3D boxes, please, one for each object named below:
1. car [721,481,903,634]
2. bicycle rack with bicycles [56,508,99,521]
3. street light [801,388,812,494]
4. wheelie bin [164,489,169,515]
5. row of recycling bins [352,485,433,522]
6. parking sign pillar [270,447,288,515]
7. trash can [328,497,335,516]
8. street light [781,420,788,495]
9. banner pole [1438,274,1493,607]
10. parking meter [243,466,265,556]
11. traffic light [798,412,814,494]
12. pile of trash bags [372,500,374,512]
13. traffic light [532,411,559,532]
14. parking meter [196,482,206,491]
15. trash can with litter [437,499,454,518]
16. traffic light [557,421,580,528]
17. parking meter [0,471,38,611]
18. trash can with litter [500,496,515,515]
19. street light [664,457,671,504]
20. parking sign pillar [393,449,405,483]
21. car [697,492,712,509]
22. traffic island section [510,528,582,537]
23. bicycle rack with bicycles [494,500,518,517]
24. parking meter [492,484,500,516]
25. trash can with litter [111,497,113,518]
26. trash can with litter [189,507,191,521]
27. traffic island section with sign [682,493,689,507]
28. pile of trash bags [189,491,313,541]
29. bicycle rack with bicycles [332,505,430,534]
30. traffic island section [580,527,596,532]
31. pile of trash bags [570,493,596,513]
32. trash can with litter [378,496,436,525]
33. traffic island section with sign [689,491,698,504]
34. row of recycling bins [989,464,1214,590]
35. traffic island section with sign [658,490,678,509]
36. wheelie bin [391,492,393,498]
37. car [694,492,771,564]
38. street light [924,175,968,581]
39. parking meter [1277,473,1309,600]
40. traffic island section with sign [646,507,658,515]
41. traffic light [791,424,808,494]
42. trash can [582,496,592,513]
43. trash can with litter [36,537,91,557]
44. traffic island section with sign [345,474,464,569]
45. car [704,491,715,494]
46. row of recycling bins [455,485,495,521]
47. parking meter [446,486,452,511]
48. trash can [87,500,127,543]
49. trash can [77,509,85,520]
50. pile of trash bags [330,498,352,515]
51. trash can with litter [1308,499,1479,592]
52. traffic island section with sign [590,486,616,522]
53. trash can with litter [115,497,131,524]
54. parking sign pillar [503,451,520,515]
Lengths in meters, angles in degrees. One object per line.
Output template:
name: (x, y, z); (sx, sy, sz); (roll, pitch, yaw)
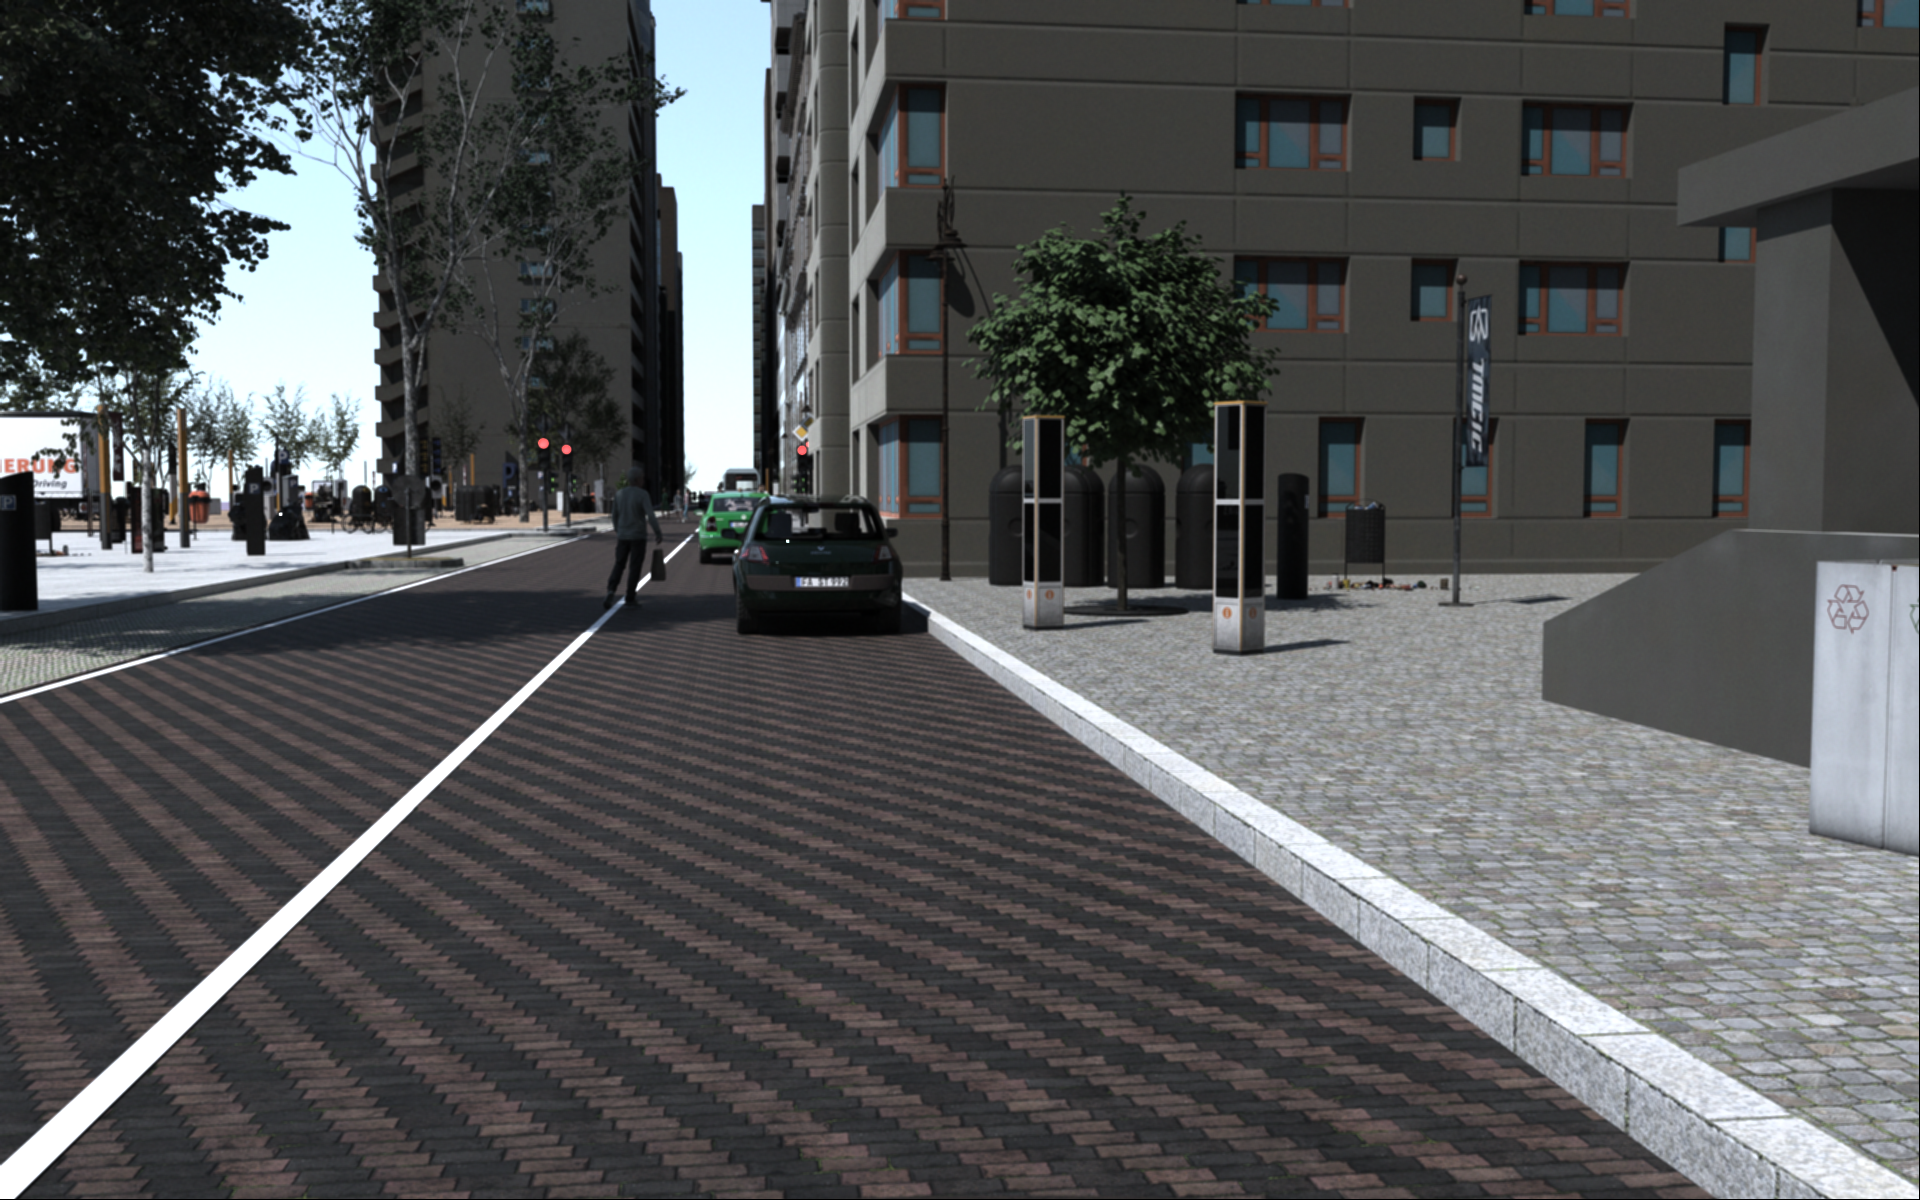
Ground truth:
car: (-1.640, -0.576, 19.205); (2.009, 1.686, 4.222); (0, 4, -8)
bicycle rack with bicycles: (-43.114, -4.303, 83.730); (2.925, 0.926, 2.852); (-1, 4, -19)
street light: (-6.561, -6.188, 73.969); (0.468, 5.910, 1.993); (0, 4, -7)
wheelie bin: (-48.974, -6.029, 106.475); (0.693, 1.594, 0.980); (2, 4, 35)
row of recycling bins: (-26.356, -4.483, 80.408); (3.534, 1.692, 1.069); (-1, 4, -22)
parking sign pillar: (-38.559, -6.702, 98.045); (1.447, 3.967, 1.447); (0, 4, 4)
trash can: (-36.173, -5.364, 99.361); (0.748, 1.137, 0.748); (0, 3, 0)
street light: (-10.937, -8.273, 108.054); (0.468, 5.910, 1.993); (0, 4, -7)
banner pole: (5.757, -1.807, 19.568); (0.401, 3.779, 0.863); (-1, 4, -14)
parking meter: (-14.769, -1.866, 36.225); (0.399, 1.863, 0.255); (-1, 4, -22)
traffic light: (-5.149, -4.321, 59.572); (0.839, 4.253, 0.868); (0, 4, -7)
pile of trash bags: (-44.215, -7.217, 127.744); (3.447, 1.369, 1.912); (0, 4, 6)
traffic light: (-13.985, -4.250, 58.416); (0.839, 4.253, 0.868); (0, 4, -7)
parking meter: (-38.107, -4.972, 87.005); (0.399, 1.863, 0.255); (1, 4, 13)
trash can with litter: (-27.784, -5.039, 93.439); (1.678, 1.210, 2.233); (1, 4, 23)
traffic light: (-15.010, -4.735, 66.335); (0.839, 4.253, 0.868); (0, 4, -7)
parking meter: (-10.417, -0.655, 19.127); (0.372, 1.533, 0.369); (0, 3, 0)
trash can with litter: (-27.397, -5.684, 104.313); (0.624, 1.170, 1.055); (3, 4, 37)
street light: (-35.898, -14.581, 211.184); (0.468, 5.910, 1.993); (0, 4, -7)
parking sign pillar: (-33.131, -6.964, 102.332); (1.447, 3.967, 1.447); (0, 4, -5)
car: (-24.156, -9.542, 165.793); (2.009, 1.686, 4.222); (-1, 4, -9)
traffic island section: (-14.026, -2.218, 58.546); (2.009, 0.180, 2.903); (0, 4, -7)
bicycle rack with bicycles: (-26.636, -5.184, 98.135); (2.852, 0.926, 2.925); (-2, 4, -34)
parking meter: (-27.564, -5.951, 103.002); (0.399, 1.863, 0.255); (1, 4, 16)
trash can with litter: (-49.375, -5.386, 99.125); (1.678, 1.210, 2.233); (0, 4, 2)
trash can with litter: (-36.640, -4.362, 82.702); (1.055, 1.170, 0.624); (-1, 4, -11)
traffic island section with sign: (-31.259, -11.190, 191.591); (1.989, 1.847, 2.006); (0, 4, -7)
pile of trash bags: (-19.954, -2.367, 48.451); (3.447, 1.369, 1.912); (0, 4, 6)
bicycle rack with bicycles: (-19.256, -2.654, 56.767); (2.925, 0.926, 2.852); (2, 4, 27)
traffic island section: (-15.051, -2.702, 66.465); (2.009, 0.180, 2.903); (0, 4, -7)
pile of trash bags: (-25.691, -6.647, 118.426); (1.912, 1.369, 3.447); (1, 4, 14)
trash can with litter: (-23.308, -3.747, 72.324); (2.233, 1.210, 1.678); (-2, 4, -32)
traffic island section with sign: (-38.429, -14.576, 246.946); (1.989, 1.847, 2.006); (0, 4, -7)
row of recycling bins: (2.060, -1.032, 23.978); (3.534, 1.692, 1.069); (1, 4, 21)
traffic island section with sign: (-27.800, -9.555, 164.858); (1.989, 1.847, 2.006); (0, 4, -7)
wheelie bin: (-45.346, -7.911, 137.249); (0.980, 1.594, 0.693); (3, 5, 43)
car: (-4.693, -1.726, 37.022); (1.959, 1.807, 4.718); (-1, 4, -9)
street light: (-0.214, -3.224, 25.494); (0.468, 5.910, 1.993); (0, 4, -7)
parking meter: (4.072, -0.781, 21.185); (0.372, 1.533, 0.369); (0, 3, 0)
traffic island section with sign: (-21.467, -6.562, 115.913); (1.989, 1.847, 2.006); (0, 4, -7)
traffic light: (-6.175, -4.806, 67.491); (0.839, 4.253, 0.868); (0, 4, -7)
trash can: (-24.986, -6.385, 116.055); (0.748, 1.137, 0.748); (0, 3, 0)
trash can with litter: (-19.362, -1.510, 35.749); (2.233, 1.210, 1.678); (0, 4, 0)
traffic island section with sign: (-10.866, -1.555, 34.048); (1.989, 1.847, 2.006); (0, 4, -7)
car: (-33.280, -13.570, 230.545); (2.281, 1.827, 5.304); (0, 4, -8)
row of recycling bins: (-22.980, -4.573, 81.880); (1.069, 1.692, 3.534); (-2, 4, -35)
parking meter: (-39.129, -7.758, 132.549); (0.255, 1.863, 0.399); (1, 4, 21)
trash can: (-22.107, -2.050, 45.167); (0.748, 1.137, 0.748); (0, 3, 0)
trash can: (-44.076, -4.612, 87.066); (0.748, 1.137, 0.748); (0, 3, 0)
pile of trash bags: (-36.781, -5.633, 101.848); (3.447, 1.369, 1.912); (0, 4, -5)
trash can with litter: (5.863, -0.752, 23.357); (2.233, 1.210, 1.678); (1, 4, 13)
traffic island section with sign: (-17.997, -4.927, 89.181); (1.989, 1.847, 2.006); (0, 4, -7)
trash can with litter: (-36.337, -3.919, 75.467); (1.055, 1.170, 0.624); (3, 5, 41)
parking sign pillar: (-27.785, -7.280, 107.504); (1.447, 3.967, 1.447); (2, 4, 34)
